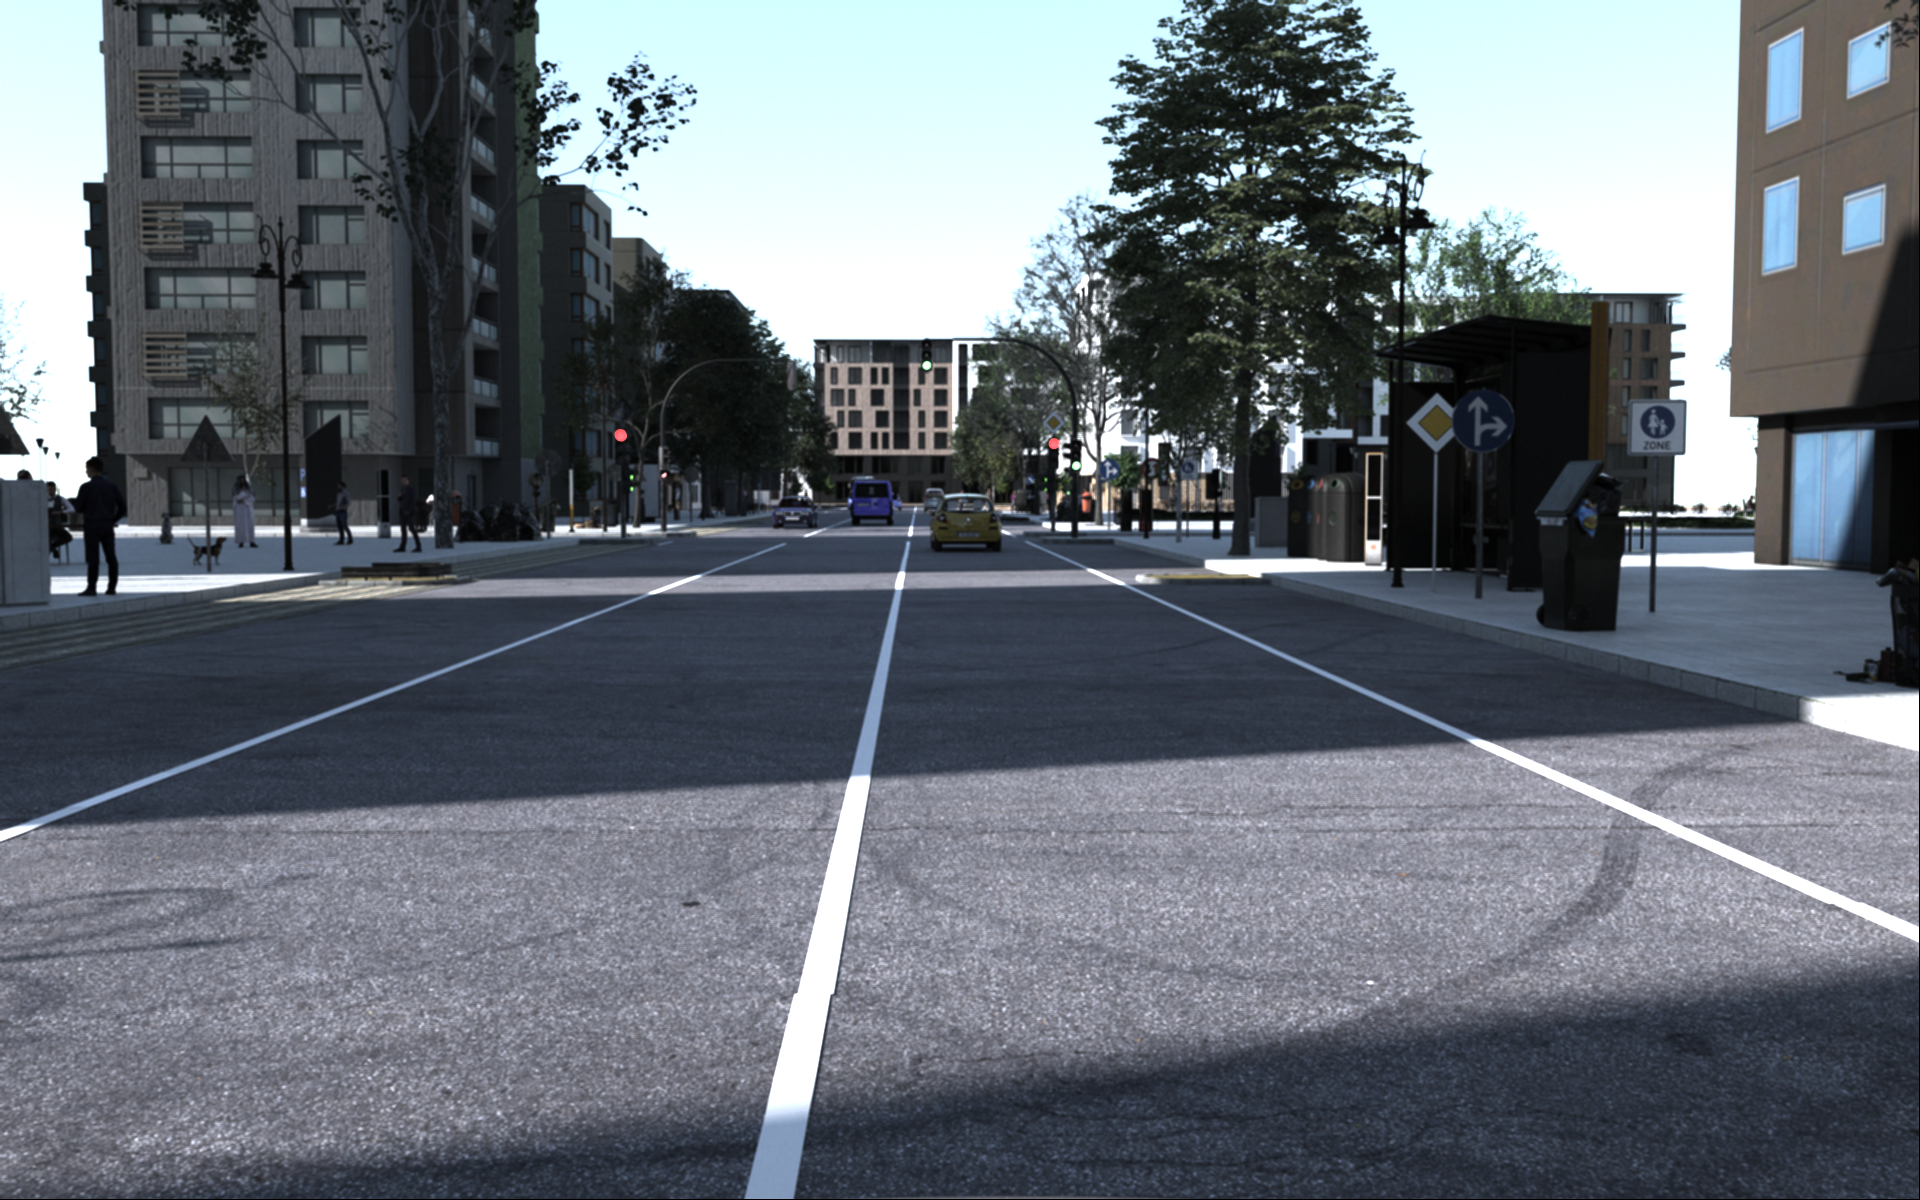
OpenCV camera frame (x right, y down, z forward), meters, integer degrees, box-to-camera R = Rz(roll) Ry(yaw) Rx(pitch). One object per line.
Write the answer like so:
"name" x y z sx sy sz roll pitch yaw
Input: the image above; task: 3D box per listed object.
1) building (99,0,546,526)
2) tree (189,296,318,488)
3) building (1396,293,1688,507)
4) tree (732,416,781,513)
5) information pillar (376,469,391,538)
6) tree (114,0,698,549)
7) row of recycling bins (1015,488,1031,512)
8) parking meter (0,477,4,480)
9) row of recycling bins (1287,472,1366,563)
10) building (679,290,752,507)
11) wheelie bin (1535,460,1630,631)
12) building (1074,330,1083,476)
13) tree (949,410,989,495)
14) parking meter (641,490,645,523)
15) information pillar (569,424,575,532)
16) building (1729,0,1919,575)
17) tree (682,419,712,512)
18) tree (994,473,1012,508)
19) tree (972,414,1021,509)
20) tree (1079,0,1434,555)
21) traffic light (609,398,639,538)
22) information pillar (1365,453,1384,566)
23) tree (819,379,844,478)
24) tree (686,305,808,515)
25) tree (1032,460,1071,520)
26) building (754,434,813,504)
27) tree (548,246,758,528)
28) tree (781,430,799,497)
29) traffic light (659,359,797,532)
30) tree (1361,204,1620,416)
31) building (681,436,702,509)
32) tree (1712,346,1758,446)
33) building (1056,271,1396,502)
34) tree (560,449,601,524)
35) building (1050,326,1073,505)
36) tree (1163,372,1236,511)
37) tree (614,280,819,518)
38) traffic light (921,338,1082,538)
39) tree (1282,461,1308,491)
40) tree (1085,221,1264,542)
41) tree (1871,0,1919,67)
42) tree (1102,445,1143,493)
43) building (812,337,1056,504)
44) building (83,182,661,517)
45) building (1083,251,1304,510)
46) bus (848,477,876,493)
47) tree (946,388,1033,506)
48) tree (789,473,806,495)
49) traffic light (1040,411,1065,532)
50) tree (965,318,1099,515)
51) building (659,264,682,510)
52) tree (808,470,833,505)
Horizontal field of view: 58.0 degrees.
"building" -26.426 -23.863 73.749 14.154 41.232 14.086 0 4 -1
"tree" -26.652 -7.033 65.347 4.360 8.622 3.978 0 3 0
"building" 57.125 -21.142 189.642 32.646 21.610 27.936 0 4 -1
"tree" -13.626 -10.089 115.320 4.737 8.622 4.395 0 3 0
"information pillar" -16.798 -2.813 50.476 0.304 2.012 0.304 -2 4 -34
"tree" -12.029 -11.194 38.904 12.611 20.169 13.585 0 3 0
"row of recycling bins" 4.904 -7.085 122.953 1.069 1.692 3.534 -1 4 -22
"parking meter" -12.212 -0.819 21.798 0.372 1.533 0.369 0 3 0
"row of recycling bins" 7.322 -1.654 34.156 1.069 1.692 3.534 0 4 -5
"building" -39.624 -20.965 186.760 32.646 21.610 27.936 0 4 -1
"wheelie bin" 5.910 -0.524 16.473 0.693 1.594 0.980 -1 4 -9
"building" 18.837 -18.127 152.794 16.016 20.091 11.380 0 4 -1
"tree" 2.230 -16.948 195.222 7.486 12.596 7.792 0 3 0
"parking meter" -13.980 -4.125 75.855 0.372 1.533 0.369 0 3 0
"information pillar" -13.137 -4.110 58.546 0.183 3.616 0.504 -1 4 -8
"building" 21.391 -22.875 24.122 14.600 45.320 14.200 0 4 -1
"tree" -19.313 -10.594 123.572 4.360 8.622 3.978 0 3 0
"tree" 3.892 -10.040 158.757 1.663 3.219 1.824 0 3 0
"tree" 3.216 -12.416 153.364 4.737 8.622 4.395 0 3 0
"tree" 6.131 -7.230 36.341 7.486 12.596 7.792 0 3 0
"traffic light" -9.797 -3.762 50.427 0.839 4.253 0.868 0 4 -1
"information pillar" 7.412 -1.620 30.977 0.304 2.012 0.304 1 4 16
"tree" -13.921 -13.560 138.712 9.611 12.733 9.660 0 3 0
"tree" -12.830 -11.404 104.578 7.486 12.596 7.792 0 3 0
"tree" 4.500 -5.642 86.856 1.663 3.219 1.824 0 3 0
"building" -33.489 -17.580 229.578 28.070 9.664 9.099 0 4 -1
"tree" -12.023 -8.010 65.383 7.601 10.594 8.767 2 4 31
"tree" -15.398 -12.519 155.055 4.360 8.622 3.978 0 3 0
"traffic light" -7.899 -5.127 58.494 4.771 5.953 1.251 0 4 -1
"tree" 18.248 -8.425 63.498 9.928 11.665 9.643 0 3 0
"building" -27.625 -13.290 159.435 9.099 9.664 28.070 0 4 -1
"tree" 35.153 -8.273 69.673 8.767 10.594 7.601 0 4 4
"building" 25.243 -20.239 174.879 27.936 21.610 32.646 0 4 -1
"tree" -16.405 -4.899 74.695 1.663 3.219 1.824 0 3 0
"building" 18.359 -20.830 196.991 16.016 20.091 11.380 0 4 -1
"tree" 12.207 -8.498 89.309 4.360 8.622 3.978 0 3 0
"tree" -13.778 -10.761 92.956 9.611 12.733 9.660 0 3 0
"traffic light" 1.251 -4.642 50.565 4.771 5.953 1.251 0 4 -1
"tree" 18.335 -6.016 92.959 1.663 3.219 1.824 0 3 0
"tree" 5.602 -5.850 46.012 4.737 8.622 4.395 0 3 0
"tree" 6.606 -6.033 9.015 12.009 13.543 11.850 0 3 0
"tree" 10.774 -8.025 114.927 4.285 4.588 4.351 0 3 0
"building" -3.359 -24.166 239.084 32.646 21.610 27.936 0 4 -1
"building" -35.036 -16.266 110.987 27.650 21.520 28.899 0 4 -1
"building" 18.752 -17.399 140.892 16.016 20.091 11.380 0 4 -1
"bus" -9.874 -11.135 176.918 2.948 3.499 13.247 0 4 -3
"tree" 3.254 -16.045 179.341 9.611 12.733 9.660 0 3 0
"tree" -15.000 -10.065 159.168 1.663 3.219 1.824 0 3 0
"traffic light" 3.149 -4.270 58.739 0.839 4.253 0.868 0 4 -1
"tree" 4.479 -10.907 104.085 9.928 11.665 9.643 0 3 0
"building" -30.540 -17.283 138.994 16.016 20.091 11.380 0 4 -1
"tree" -16.523 -13.419 203.112 4.285 4.588 4.351 0 3 0
